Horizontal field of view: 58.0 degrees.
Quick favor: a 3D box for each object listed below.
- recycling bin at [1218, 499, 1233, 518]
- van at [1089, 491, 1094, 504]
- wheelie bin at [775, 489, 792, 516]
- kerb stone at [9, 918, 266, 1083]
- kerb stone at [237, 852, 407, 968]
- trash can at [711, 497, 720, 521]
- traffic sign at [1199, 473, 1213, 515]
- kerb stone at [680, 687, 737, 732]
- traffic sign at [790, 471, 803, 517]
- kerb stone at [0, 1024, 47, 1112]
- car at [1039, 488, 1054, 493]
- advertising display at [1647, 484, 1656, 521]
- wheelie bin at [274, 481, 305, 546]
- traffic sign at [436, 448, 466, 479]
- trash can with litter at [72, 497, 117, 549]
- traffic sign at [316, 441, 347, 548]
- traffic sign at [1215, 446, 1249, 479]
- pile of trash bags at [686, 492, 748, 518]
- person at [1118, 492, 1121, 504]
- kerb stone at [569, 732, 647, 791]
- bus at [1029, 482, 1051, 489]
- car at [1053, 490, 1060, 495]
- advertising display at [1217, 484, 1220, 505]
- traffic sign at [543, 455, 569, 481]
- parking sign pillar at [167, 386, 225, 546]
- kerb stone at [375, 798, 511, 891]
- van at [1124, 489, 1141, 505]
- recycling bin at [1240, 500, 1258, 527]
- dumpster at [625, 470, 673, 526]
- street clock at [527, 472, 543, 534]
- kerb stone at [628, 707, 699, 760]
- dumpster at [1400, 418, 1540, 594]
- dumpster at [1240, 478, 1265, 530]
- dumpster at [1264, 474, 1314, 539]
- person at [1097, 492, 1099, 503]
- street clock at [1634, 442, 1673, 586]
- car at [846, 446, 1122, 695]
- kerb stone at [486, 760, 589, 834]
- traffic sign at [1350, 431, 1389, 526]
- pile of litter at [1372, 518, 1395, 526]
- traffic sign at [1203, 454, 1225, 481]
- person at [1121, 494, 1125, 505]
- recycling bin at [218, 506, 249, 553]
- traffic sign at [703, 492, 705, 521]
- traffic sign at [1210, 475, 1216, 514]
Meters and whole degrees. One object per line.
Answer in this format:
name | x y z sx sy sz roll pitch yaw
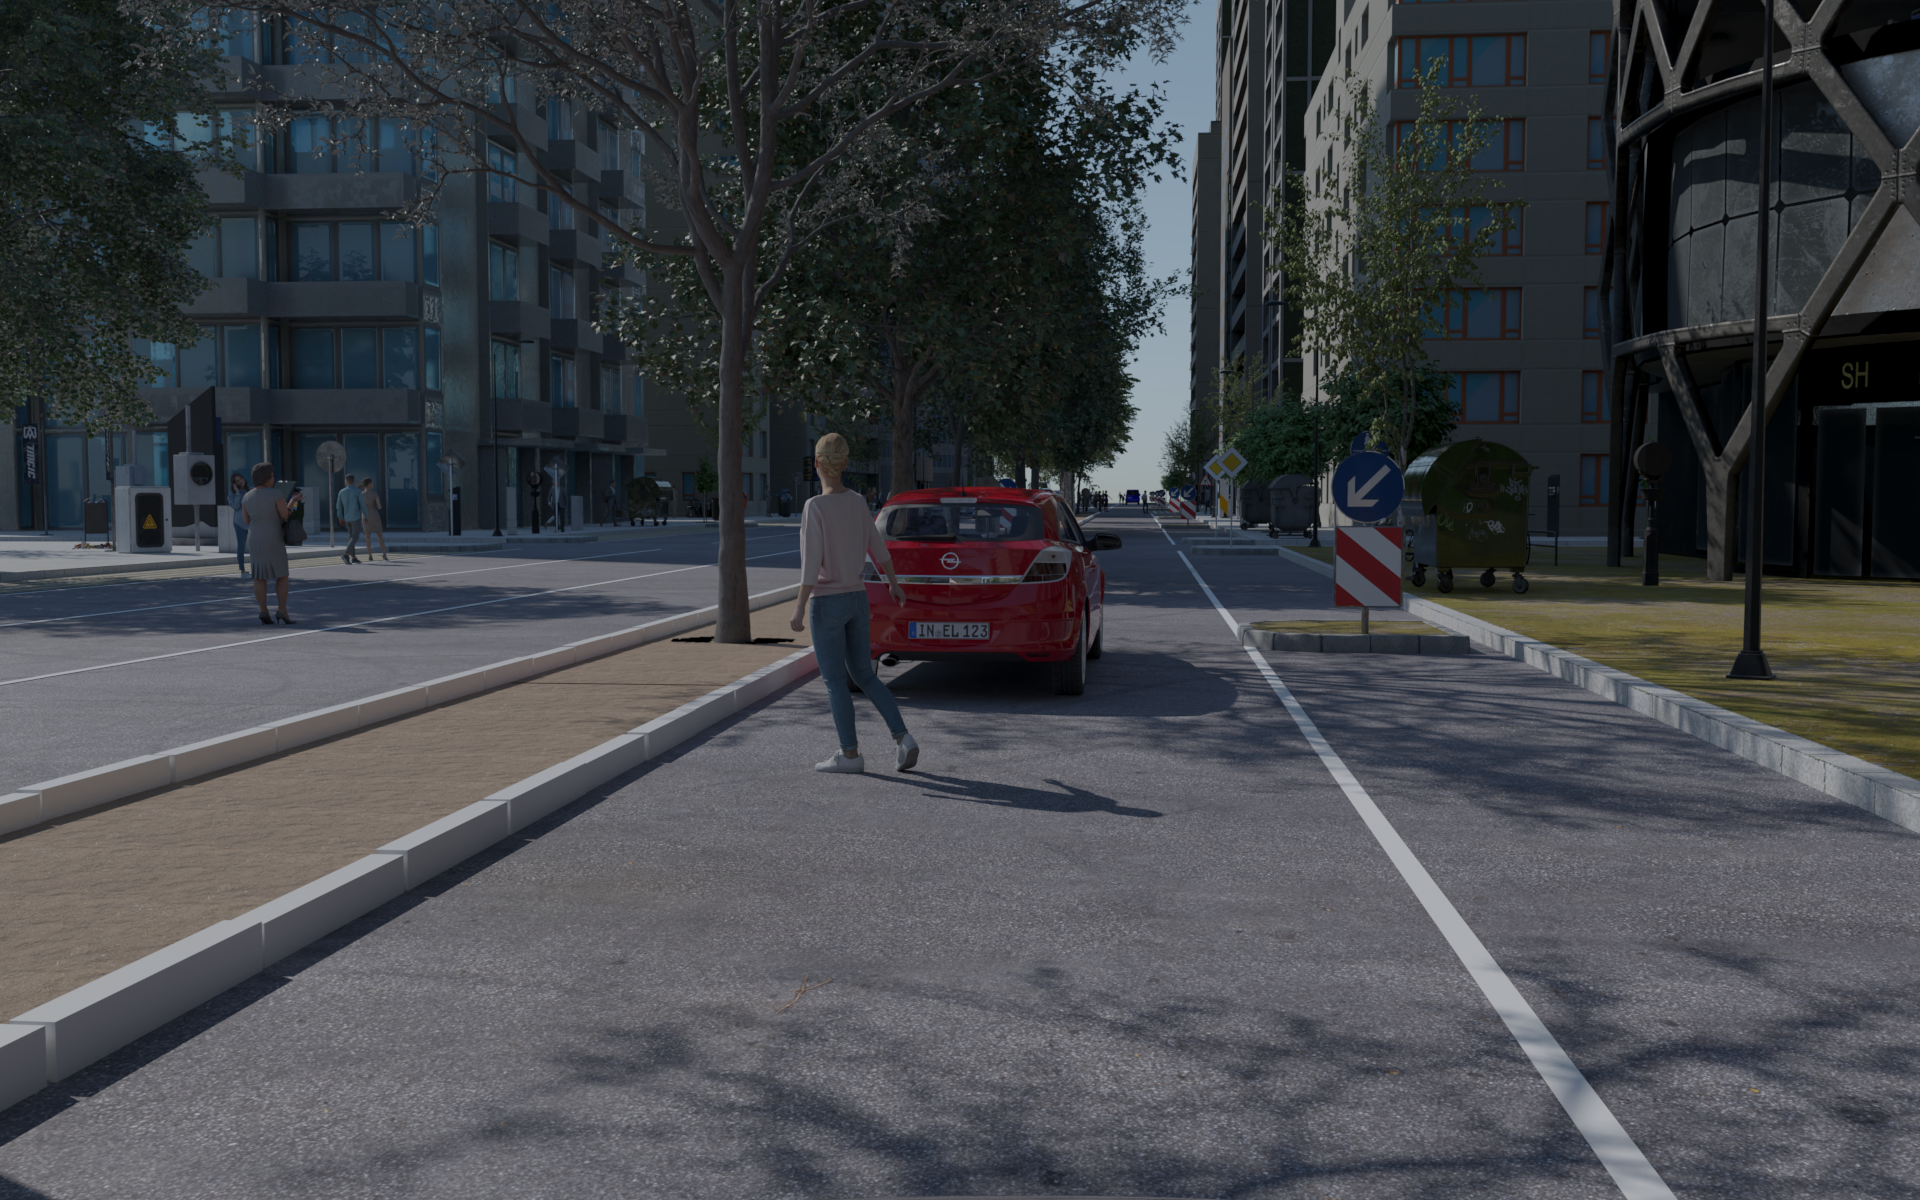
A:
recycling bin | 14.480 -5.010 94.471 0.722 1.027 0.722 0 4 2
van | 17.833 -14.378 242.086 2.013 2.044 4.112 0 4 8
wheelie bin | -10.259 -5.668 100.580 0.980 1.594 0.693 -1 4 -22
kerb stone | -2.207 1.069 4.713 0.120 0.150 1.000 0 4 6
kerb stone | -2.108 1.020 5.732 0.120 0.150 1.000 0 4 6
trash can | -11.561 -4.357 82.889 0.748 1.137 0.748 0 3 0
traffic sign | 15.360 -6.626 108.335 0.884 2.594 0.081 0 4 7
kerb stone | -1.588 0.694 10.847 0.120 0.150 1.000 0 4 6
traffic sign | -9.227 -5.952 97.422 0.768 2.556 0.104 1 4 12
kerb stone | -2.318 1.132 3.693 0.120 0.150 1.000 0 4 6
car | 5.292 -6.419 113.617 2.281 1.827 5.304 0 4 7
advertising display | 16.018 -2.087 39.341 0.123 1.923 0.974 -1 4 -20
wheelie bin | -16.743 -2.149 43.049 0.980 1.594 0.693 1 4 22
traffic sign | -12.901 -2.552 43.910 0.795 2.593 0.064 0 4 6
trash can with litter | -20.115 -1.846 41.240 2.233 1.210 1.678 -3 5 -42
traffic sign | -15.046 -2.528 41.442 0.768 2.556 0.104 0 4 6
traffic sign | 6.590 -2.429 41.903 0.795 2.593 0.064 0 4 6
pile of trash bags | -13.289 -5.182 94.486 3.447 1.369 1.912 0 4 -3
person | 23.345 -14.846 251.745 0.721 1.766 1.217 -2 4 -27
kerb stone | -1.802 0.827 8.798 0.120 0.150 1.000 0 4 6
bus | 11.887 -15.930 255.316 2.948 3.499 13.247 0 4 5
car | 8.949 -9.160 158.431 2.281 1.827 5.304 0 4 4
advertising display | 16.606 -6.480 111.157 0.123 1.923 0.974 0 4 4
traffic sign | -12.088 -3.038 51.854 0.795 2.593 0.064 0 4 6
parking sign pillar | -19.182 -3.365 43.497 1.447 3.967 1.447 1 4 13
kerb stone | -2.002 0.947 6.752 0.120 0.150 1.000 0 4 6
van | 22.948 -13.827 230.463 2.240 2.365 5.245 0 4 5
recycling bin | 11.335 -3.386 67.914 0.722 1.027 0.722 1 4 9
dumpster | -12.457 -4.090 69.361 1.502 2.255 1.985 0 4 6
street clock | -13.736 -3.146 56.014 0.471 2.002 0.358 1 4 14
kerb stone | -1.683 0.757 9.821 0.120 0.150 1.000 0 4 6
dumpster | 6.745 -1.254 23.003 1.502 2.255 1.985 0 4 6
dumpster | 10.614 -3.411 61.525 1.264 1.857 1.865 0 4 6
dumpster | 9.555 -2.697 49.849 1.264 1.857 1.865 0 4 6
person | 21.744 -16.151 273.384 1.217 1.723 0.721 1 4 9
street clock | 9.683 -1.203 24.239 0.471 2.002 0.358 1 4 9
car | 0.203 -0.297 13.904 2.155 1.783 4.494 0 4 7
kerb stone | -1.897 0.882 7.780 0.120 0.150 1.000 0 4 6
traffic sign | 8.235 -2.125 34.857 0.768 2.556 0.104 1 4 13
pile of litter | 7.495 -1.083 31.678 1.176 0.858 1.719 0 4 6
traffic sign | 7.403 -2.915 49.846 0.795 2.593 0.064 0 4 6
person | 21.191 -13.092 225.791 0.421 1.427 0.697 -2 4 -27
recycling bin | -15.706 -1.550 37.895 0.722 1.027 0.722 2 4 24
traffic sign | -11.691 -4.836 79.073 0.884 2.594 0.081 1 4 15
traffic sign | 16.073 -6.787 111.070 0.768 2.556 0.104 1 4 15
